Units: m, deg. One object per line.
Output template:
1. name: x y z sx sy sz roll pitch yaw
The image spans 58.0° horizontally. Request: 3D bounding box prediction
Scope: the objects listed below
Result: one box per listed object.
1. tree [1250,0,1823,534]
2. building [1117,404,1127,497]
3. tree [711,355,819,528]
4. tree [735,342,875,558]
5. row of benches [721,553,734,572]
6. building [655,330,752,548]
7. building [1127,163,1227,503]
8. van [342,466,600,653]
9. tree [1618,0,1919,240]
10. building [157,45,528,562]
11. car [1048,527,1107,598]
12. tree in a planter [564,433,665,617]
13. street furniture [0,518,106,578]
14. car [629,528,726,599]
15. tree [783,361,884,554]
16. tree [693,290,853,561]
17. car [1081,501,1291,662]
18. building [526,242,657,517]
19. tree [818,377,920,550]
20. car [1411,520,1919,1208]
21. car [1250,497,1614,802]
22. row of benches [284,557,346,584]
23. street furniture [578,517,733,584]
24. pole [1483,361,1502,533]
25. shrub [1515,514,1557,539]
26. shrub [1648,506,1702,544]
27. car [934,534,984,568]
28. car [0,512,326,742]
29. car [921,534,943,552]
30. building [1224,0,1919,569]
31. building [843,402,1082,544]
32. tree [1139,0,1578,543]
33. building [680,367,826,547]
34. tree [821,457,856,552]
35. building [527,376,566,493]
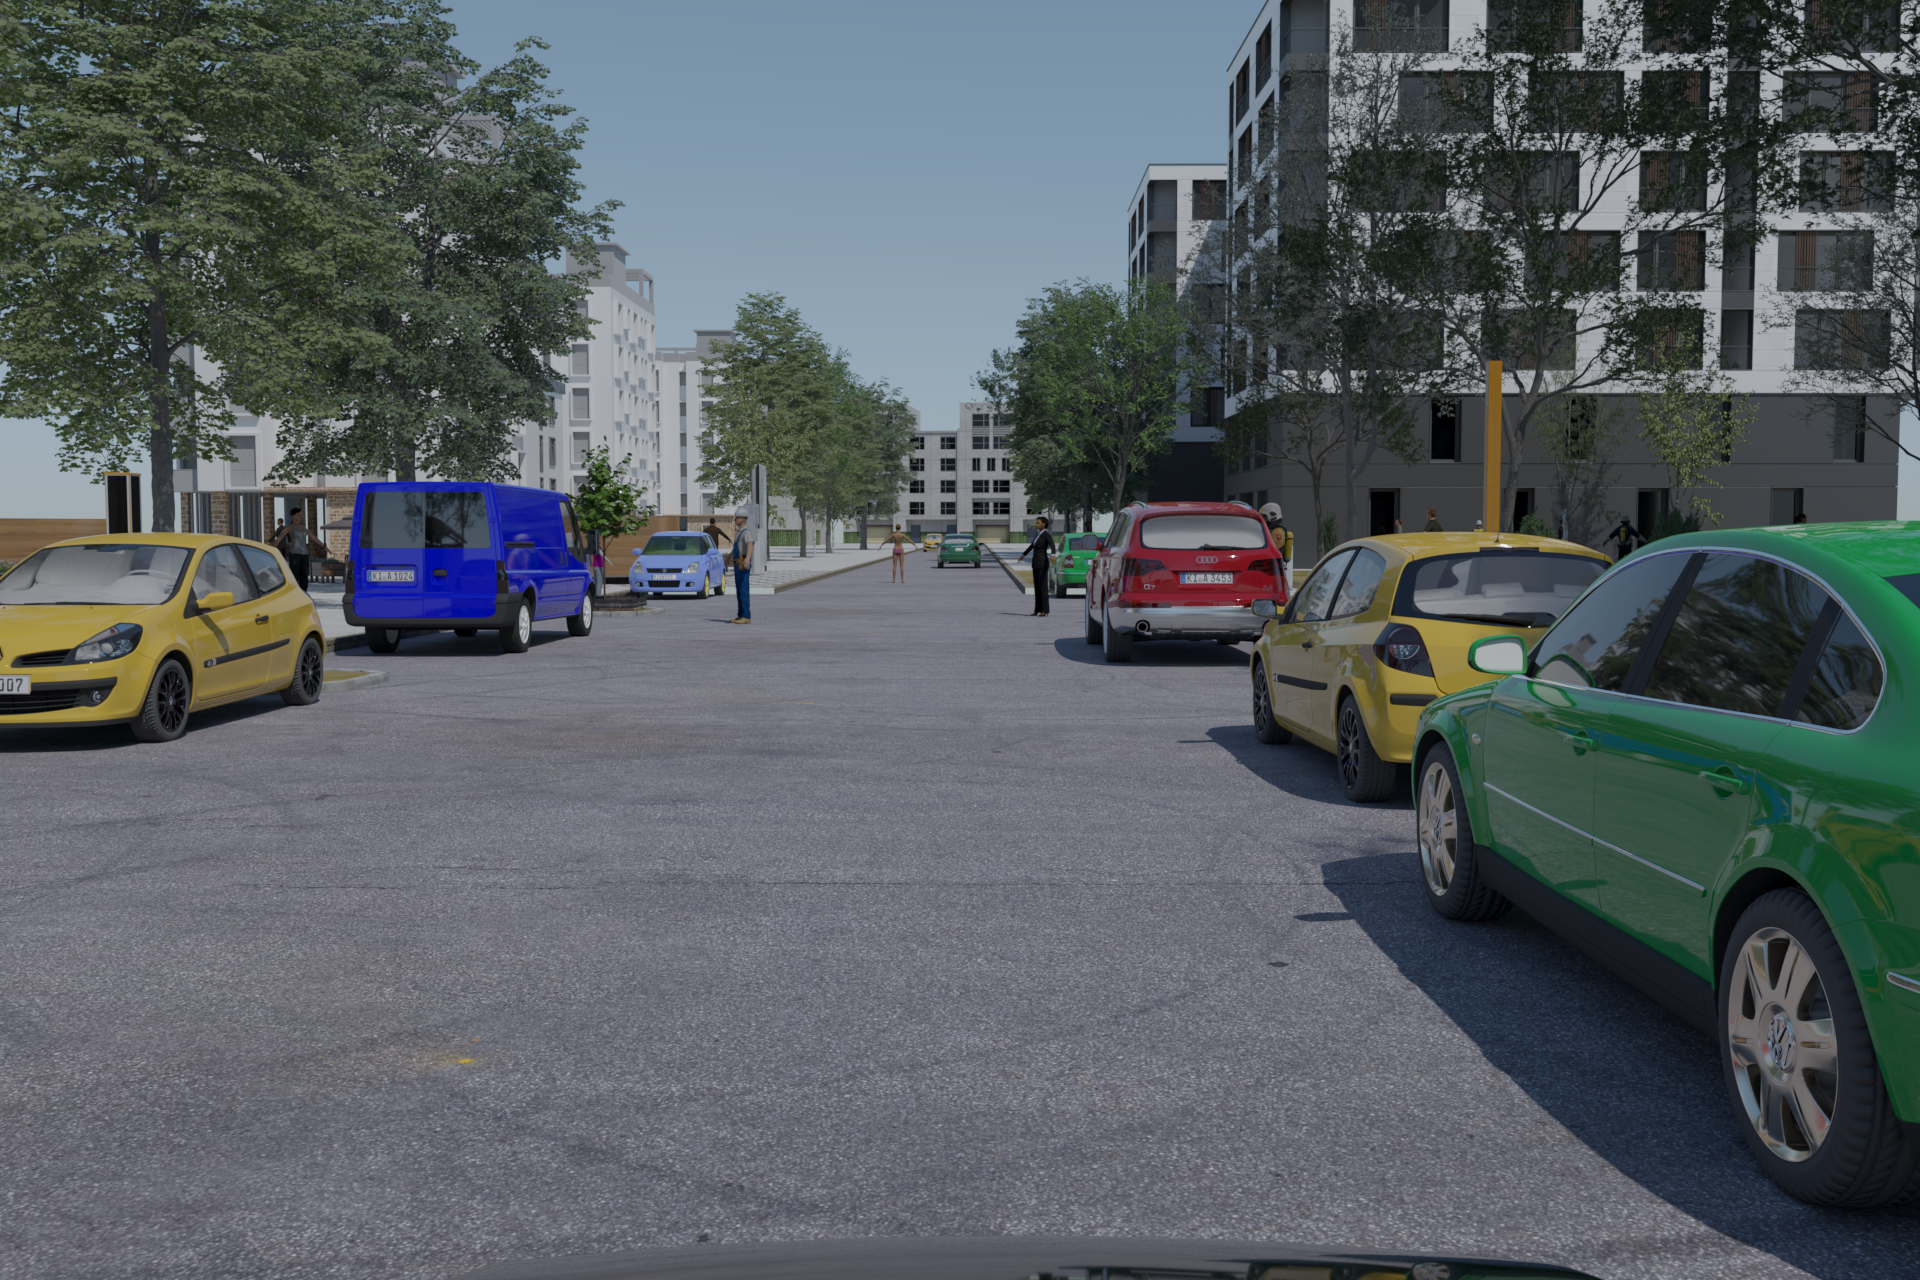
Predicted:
1. tree: 9.000 -5.736 28.188 8.767 10.594 7.601 0 4 -2
2. building: 25.874 -19.151 179.577 16.747 18.905 31.486 0 4 0
3. tree: -8.305 -7.434 71.903 4.737 8.622 4.395 0 3 0
4. tree: -8.512 -10.292 94.029 9.928 11.665 9.643 0 3 0
5. row of benches: -8.815 -2.683 59.329 4.104 0.672 1.422 3 4 38
6. building: -25.980 -18.657 161.459 16.016 20.090 11.380 0 3 0
7. building: 24.551 -16.392 111.980 27.936 21.610 32.646 0 4 1
8. van: -6.151 -1.109 22.511 2.240 2.365 5.245 0 4 1
9. tree: 8.571 -4.793 12.771 7.601 10.594 8.767 -3 5 -41
10. building: -25.468 -12.975 68.566 16.016 20.090 11.380 0 4 1
11. car: 3.007 -1.917 40.144 1.959 1.807 4.718 0 4 -1
12. tree in a planter: -6.357 -2.058 30.865 1.991 3.239 1.994 0 4 1
13. street furniture: -28.164 -2.566 48.809 11.010 1.723 9.812 3 5 45
14. car: -6.358 -1.807 39.128 1.945 1.707 3.694 0 4 1
15. tree: -8.627 -11.924 113.082 7.486 12.596 7.792 0 3 0
16. tree: -8.748 -9.973 81.186 7.486 12.596 7.792 0 3 0
17. car: 2.636 -0.748 20.903 2.281 1.827 5.304 0 4 0
18. building: -27.275 -15.735 113.686 16.016 20.090 11.380 0 4 1
19. tree: -7.897 -14.255 139.720 9.857 13.997 8.962 0 3 0
20. car: 2.649 0.228 5.064 1.959 1.807 4.718 0 3 0
21. car: 2.900 -0.028 10.680 2.015 1.641 3.980 0 4 -1
22. row of benches: -17.485 -1.906 46.627 1.422 0.672 4.104 -3 4 -36
23. street furniture: -9.140 -2.494 47.639 9.812 1.723 11.010 -1 4 -15
24. pole: 6.298 -1.632 20.526 0.158 3.312 0.155 0 3 0
25. shrub: 19.490 -3.337 58.984 1.690 2.028 1.600 0 3 0
26. shrub: 18.233 -2.423 44.043 1.690 2.028 1.600 0 3 0
27. car: -0.037 -3.778 73.569 2.131 1.459 4.920 0 3 0
28. car: -6.274 -0.178 13.133 2.015 1.641 3.980 0 3 0
29. car: -2.049 -7.824 138.142 2.015 1.641 3.980 0 4 1
30. building: 25.678 -14.370 78.925 27.936 21.610 32.646 0 3 0
31. building: 0.789 -22.654 239.310 31.486 18.905 16.747 0 4 6
32. tree: 9.125 -7.907 39.658 12.009 13.543 11.850 0 3 0
33. building: -24.805 -20.007 193.576 16.747 18.905 31.486 0 4 1
34. tree: -8.892 -10.418 120.689 4.737 8.622 4.395 0 3 0
35. building: -26.550 -9.459 96.803 9.099 9.664 28.070 0 4 1
